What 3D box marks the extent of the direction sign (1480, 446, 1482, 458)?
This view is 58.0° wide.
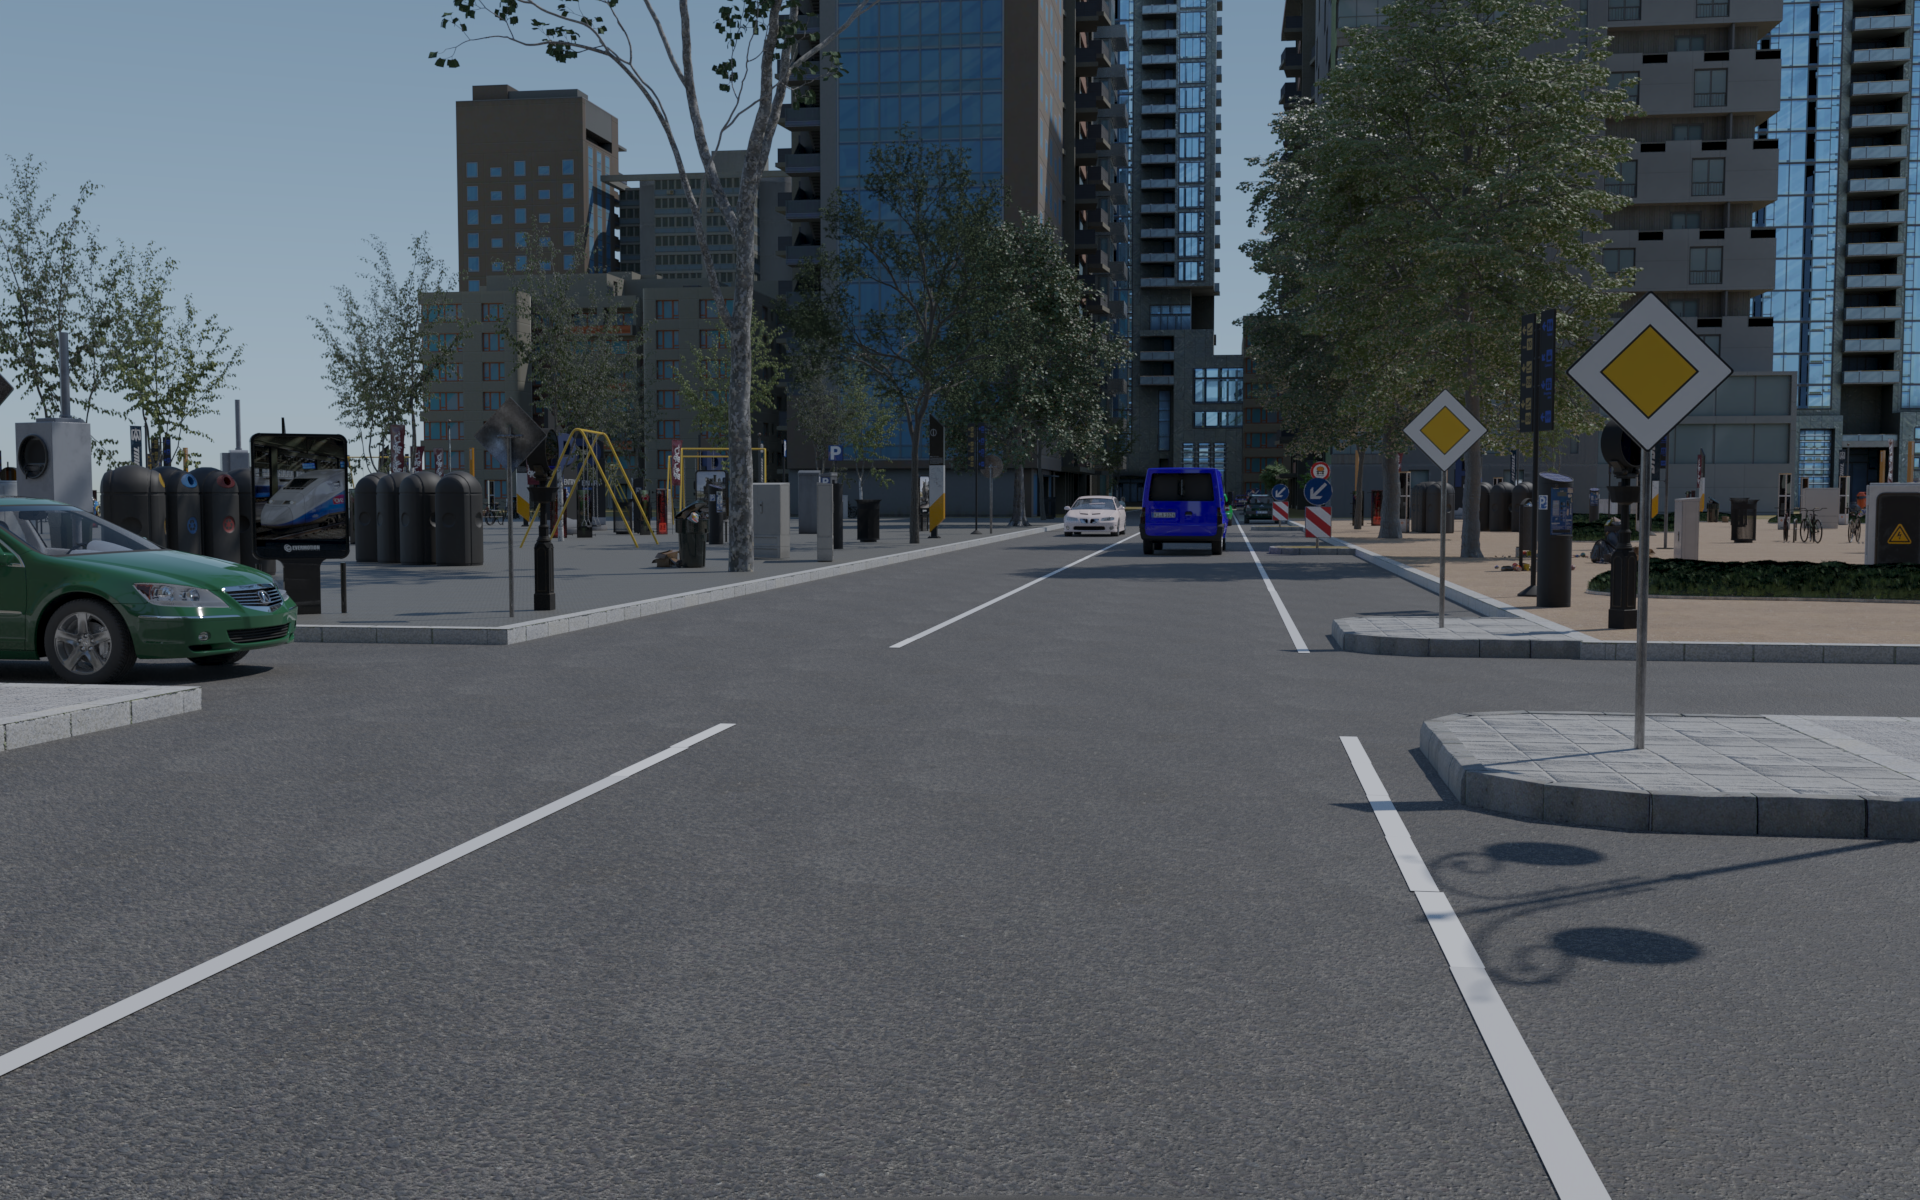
[{"bbox_3d":[24.250,-5.497,81.877,0.379,3.537,0.876,-3,4,-38],"label":"direction sign"}]

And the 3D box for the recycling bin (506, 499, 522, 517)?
[{"bbox_3d":[-24.534,-5.079,95.588,0.722,1.027,0.722,2,4,24],"label":"recycling bin"}]

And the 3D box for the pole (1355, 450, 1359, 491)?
[{"bbox_3d":[18.453,-5.296,80.431,0.158,3.312,0.155,0,3,0],"label":"pole"}]

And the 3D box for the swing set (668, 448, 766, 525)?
[{"bbox_3d":[-8.181,-3.758,59.070,3.119,2.851,2.862,0,4,-6],"label":"swing set"}]

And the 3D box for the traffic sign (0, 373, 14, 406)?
[{"bbox_3d":[-5.865,-0.394,10.089,0.795,2.450,0.064,1,4,9],"label":"traffic sign"}]

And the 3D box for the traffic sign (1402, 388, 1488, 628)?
[{"bbox_3d":[4.618,-0.790,16.560,0.795,2.450,0.064,1,4,9],"label":"traffic sign"}]

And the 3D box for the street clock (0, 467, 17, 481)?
[{"bbox_3d":[-25.222,-2.537,46.058,0.471,2.002,0.358,0,4,-5],"label":"street clock"}]

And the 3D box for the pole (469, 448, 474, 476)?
[{"bbox_3d":[-21.537,-5.054,76.471,0.158,3.312,0.155,0,3,0],"label":"pole"}]

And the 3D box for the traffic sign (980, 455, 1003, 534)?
[{"bbox_3d":[1.006,-3.423,56.074,0.768,2.556,0.104,1,4,11],"label":"traffic sign"}]

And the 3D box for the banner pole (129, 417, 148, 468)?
[{"bbox_3d":[-26.437,-4.031,55.921,0.401,3.779,0.863,1,4,22],"label":"banner pole"}]

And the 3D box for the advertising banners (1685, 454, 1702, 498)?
[{"bbox_3d":[32.679,-4.954,77.185,0.090,3.025,2.074,0,4,6],"label":"advertising banners"}]

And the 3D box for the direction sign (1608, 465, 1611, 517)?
[{"bbox_3d":[25.783,-4.693,68.731,0.379,3.537,0.876,1,4,16],"label":"direction sign"}]

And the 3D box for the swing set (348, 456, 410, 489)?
[{"bbox_3d":[-24.220,-4.564,72.237,3.119,2.851,2.862,0,4,0],"label":"swing set"}]

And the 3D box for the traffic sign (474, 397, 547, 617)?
[{"bbox_3d":[-4.667,-0.877,17.984,0.795,2.450,0.064,1,4,9],"label":"traffic sign"}]

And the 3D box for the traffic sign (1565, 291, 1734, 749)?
[{"bbox_3d":[3.420,-0.307,8.665,0.795,2.450,0.064,1,4,9],"label":"traffic sign"}]

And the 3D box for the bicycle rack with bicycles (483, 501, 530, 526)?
[{"bbox_3d":[-19.864,-3.534,71.167,2.852,0.926,2.925,2,4,32],"label":"bicycle rack with bicycles"}]

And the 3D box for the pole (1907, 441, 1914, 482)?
[{"bbox_3d":[36.694,-4.469,66.904,0.158,3.312,0.155,0,3,0],"label":"pole"}]

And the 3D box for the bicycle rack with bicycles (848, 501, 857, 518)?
[{"bbox_3d":[-6.234,-4.844,92.583,2.925,0.926,2.852,1,4,12],"label":"bicycle rack with bicycles"}]

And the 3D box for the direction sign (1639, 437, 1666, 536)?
[{"bbox_3d":[21.271,-3.748,53.279,0.876,3.537,0.379,1,4,11],"label":"direction sign"}]

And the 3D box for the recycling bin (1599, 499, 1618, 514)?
[{"bbox_3d":[32.591,-4.556,87.043,0.722,1.027,0.722,-3,5,-39],"label":"recycling bin"}]

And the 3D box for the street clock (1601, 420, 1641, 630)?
[{"bbox_3d":[6.318,-0.727,16.457,0.471,2.002,0.358,-2,4,-30],"label":"street clock"}]

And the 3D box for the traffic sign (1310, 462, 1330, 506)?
[{"bbox_3d":[14.131,-4.149,67.947,0.768,2.556,0.104,1,4,18],"label":"traffic sign"}]

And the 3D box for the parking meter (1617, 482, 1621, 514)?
[{"bbox_3d":[31.765,-4.744,83.276,0.255,1.863,0.399,1,4,19],"label":"parking meter"}]

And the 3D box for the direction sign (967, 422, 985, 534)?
[{"bbox_3d":[0.520,-3.863,55.160,0.379,3.537,0.876,-3,4,-38],"label":"direction sign"}]

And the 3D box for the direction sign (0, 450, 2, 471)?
[{"bbox_3d":[-49.947,-5.960,89.445,0.876,3.537,0.379,-1,4,-20],"label":"direction sign"}]

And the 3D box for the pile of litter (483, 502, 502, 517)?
[{"bbox_3d":[-26.004,-5.048,96.500,1.719,0.858,1.176,2,4,26],"label":"pile of litter"}]

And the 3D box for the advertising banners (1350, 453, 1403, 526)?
[{"bbox_3d":[16.784,-4.498,69.726,2.074,3.025,0.090,1,4,11],"label":"advertising banners"}]

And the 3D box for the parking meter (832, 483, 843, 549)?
[{"bbox_3d":[-2.923,-1.963,40.500,0.372,1.533,0.369,0,3,0],"label":"parking meter"}]

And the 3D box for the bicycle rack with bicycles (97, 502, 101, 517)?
[{"bbox_3d":[-46.988,-4.913,93.711,2.852,0.926,2.925,-3,5,-41],"label":"bicycle rack with bicycles"}]

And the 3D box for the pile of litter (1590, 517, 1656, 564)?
[{"bbox_3d":[12.456,-1.117,32.224,1.719,0.858,1.176,-2,4,-25],"label":"pile of litter"}]

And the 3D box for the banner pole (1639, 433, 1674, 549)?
[{"bbox_3d":[16.290,-3.086,40.475,0.863,3.779,0.401,3,4,38],"label":"banner pole"}]

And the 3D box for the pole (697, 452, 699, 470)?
[{"bbox_3d":[-12.674,-5.533,84.309,0.158,3.312,0.155,0,3,0],"label":"pole"}]

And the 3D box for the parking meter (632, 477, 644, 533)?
[{"bbox_3d":[-10.652,-3.156,57.318,0.399,1.863,0.255,-1,4,-11],"label":"parking meter"}]

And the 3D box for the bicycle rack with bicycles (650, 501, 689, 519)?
[{"bbox_3d":[-15.216,-4.617,88.871,2.852,0.926,2.925,-1,4,-21],"label":"bicycle rack with bicycles"}]

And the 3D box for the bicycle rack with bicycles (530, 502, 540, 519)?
[{"bbox_3d":[-22.304,-4.597,88.535,2.852,0.926,2.925,0,4,5],"label":"bicycle rack with bicycles"}]

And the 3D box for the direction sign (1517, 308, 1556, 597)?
[{"bbox_3d":[7.193,-1.813,21.637,0.379,3.537,0.876,0,4,-7],"label":"direction sign"}]

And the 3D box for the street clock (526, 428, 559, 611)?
[{"bbox_3d":[-4.593,-0.889,19.098,0.358,2.002,0.471,0,4,5],"label":"street clock"}]

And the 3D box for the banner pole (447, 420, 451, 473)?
[{"bbox_3d":[-17.067,-4.157,57.988,0.401,3.779,0.863,-1,4,-18],"label":"banner pole"}]

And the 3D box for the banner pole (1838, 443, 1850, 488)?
[{"bbox_3d":[43.650,-5.842,85.534,0.401,3.779,0.863,-1,4,-12],"label":"banner pole"}]

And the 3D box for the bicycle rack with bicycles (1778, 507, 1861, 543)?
[{"bbox_3d":[23.009,-1.995,45.997,2.852,0.926,2.925,2,4,28],"label":"bicycle rack with bicycles"}]

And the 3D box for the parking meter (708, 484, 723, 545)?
[{"bbox_3d":[-6.221,-2.185,44.137,0.372,1.533,0.369,0,3,0],"label":"parking meter"}]

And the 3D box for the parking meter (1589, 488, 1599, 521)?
[{"bbox_3d":[25.710,-3.780,70.209,0.372,1.533,0.369,0,3,0],"label":"parking meter"}]

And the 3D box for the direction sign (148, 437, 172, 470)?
[{"bbox_3d":[-31.597,-4.683,68.565,0.876,3.537,0.379,1,4,11],"label":"direction sign"}]

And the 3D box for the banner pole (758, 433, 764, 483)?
[{"bbox_3d":[-8.184,-4.971,71.296,0.401,3.779,0.863,1,4,8],"label":"banner pole"}]

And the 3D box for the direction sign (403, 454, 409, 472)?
[{"bbox_3d":[-31.231,-6.446,97.387,0.876,3.537,0.379,3,4,37],"label":"direction sign"}]

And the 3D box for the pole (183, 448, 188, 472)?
[{"bbox_3d":[-33.907,-5.018,75.893,0.158,3.312,0.155,0,3,0],"label":"pole"}]

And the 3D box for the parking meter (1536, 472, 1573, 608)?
[{"bbox_3d":[6.762,-0.690,19.686,0.372,1.533,0.369,0,3,0],"label":"parking meter"}]

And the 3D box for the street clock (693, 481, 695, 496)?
[{"bbox_3d":[-14.566,-5.569,95.617,0.358,2.002,0.471,-1,4,-16],"label":"street clock"}]

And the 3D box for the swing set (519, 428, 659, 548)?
[{"bbox_3d":[-9.093,-2.746,42.512,2.862,2.851,3.119,0,4,0],"label":"swing set"}]

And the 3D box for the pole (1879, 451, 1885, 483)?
[{"bbox_3d":[43.294,-5.351,81.340,0.158,3.312,0.155,0,3,0],"label":"pole"}]

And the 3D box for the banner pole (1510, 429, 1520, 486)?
[{"bbox_3d":[21.400,-4.695,66.781,0.401,3.779,0.863,-1,4,-9],"label":"banner pole"}]
